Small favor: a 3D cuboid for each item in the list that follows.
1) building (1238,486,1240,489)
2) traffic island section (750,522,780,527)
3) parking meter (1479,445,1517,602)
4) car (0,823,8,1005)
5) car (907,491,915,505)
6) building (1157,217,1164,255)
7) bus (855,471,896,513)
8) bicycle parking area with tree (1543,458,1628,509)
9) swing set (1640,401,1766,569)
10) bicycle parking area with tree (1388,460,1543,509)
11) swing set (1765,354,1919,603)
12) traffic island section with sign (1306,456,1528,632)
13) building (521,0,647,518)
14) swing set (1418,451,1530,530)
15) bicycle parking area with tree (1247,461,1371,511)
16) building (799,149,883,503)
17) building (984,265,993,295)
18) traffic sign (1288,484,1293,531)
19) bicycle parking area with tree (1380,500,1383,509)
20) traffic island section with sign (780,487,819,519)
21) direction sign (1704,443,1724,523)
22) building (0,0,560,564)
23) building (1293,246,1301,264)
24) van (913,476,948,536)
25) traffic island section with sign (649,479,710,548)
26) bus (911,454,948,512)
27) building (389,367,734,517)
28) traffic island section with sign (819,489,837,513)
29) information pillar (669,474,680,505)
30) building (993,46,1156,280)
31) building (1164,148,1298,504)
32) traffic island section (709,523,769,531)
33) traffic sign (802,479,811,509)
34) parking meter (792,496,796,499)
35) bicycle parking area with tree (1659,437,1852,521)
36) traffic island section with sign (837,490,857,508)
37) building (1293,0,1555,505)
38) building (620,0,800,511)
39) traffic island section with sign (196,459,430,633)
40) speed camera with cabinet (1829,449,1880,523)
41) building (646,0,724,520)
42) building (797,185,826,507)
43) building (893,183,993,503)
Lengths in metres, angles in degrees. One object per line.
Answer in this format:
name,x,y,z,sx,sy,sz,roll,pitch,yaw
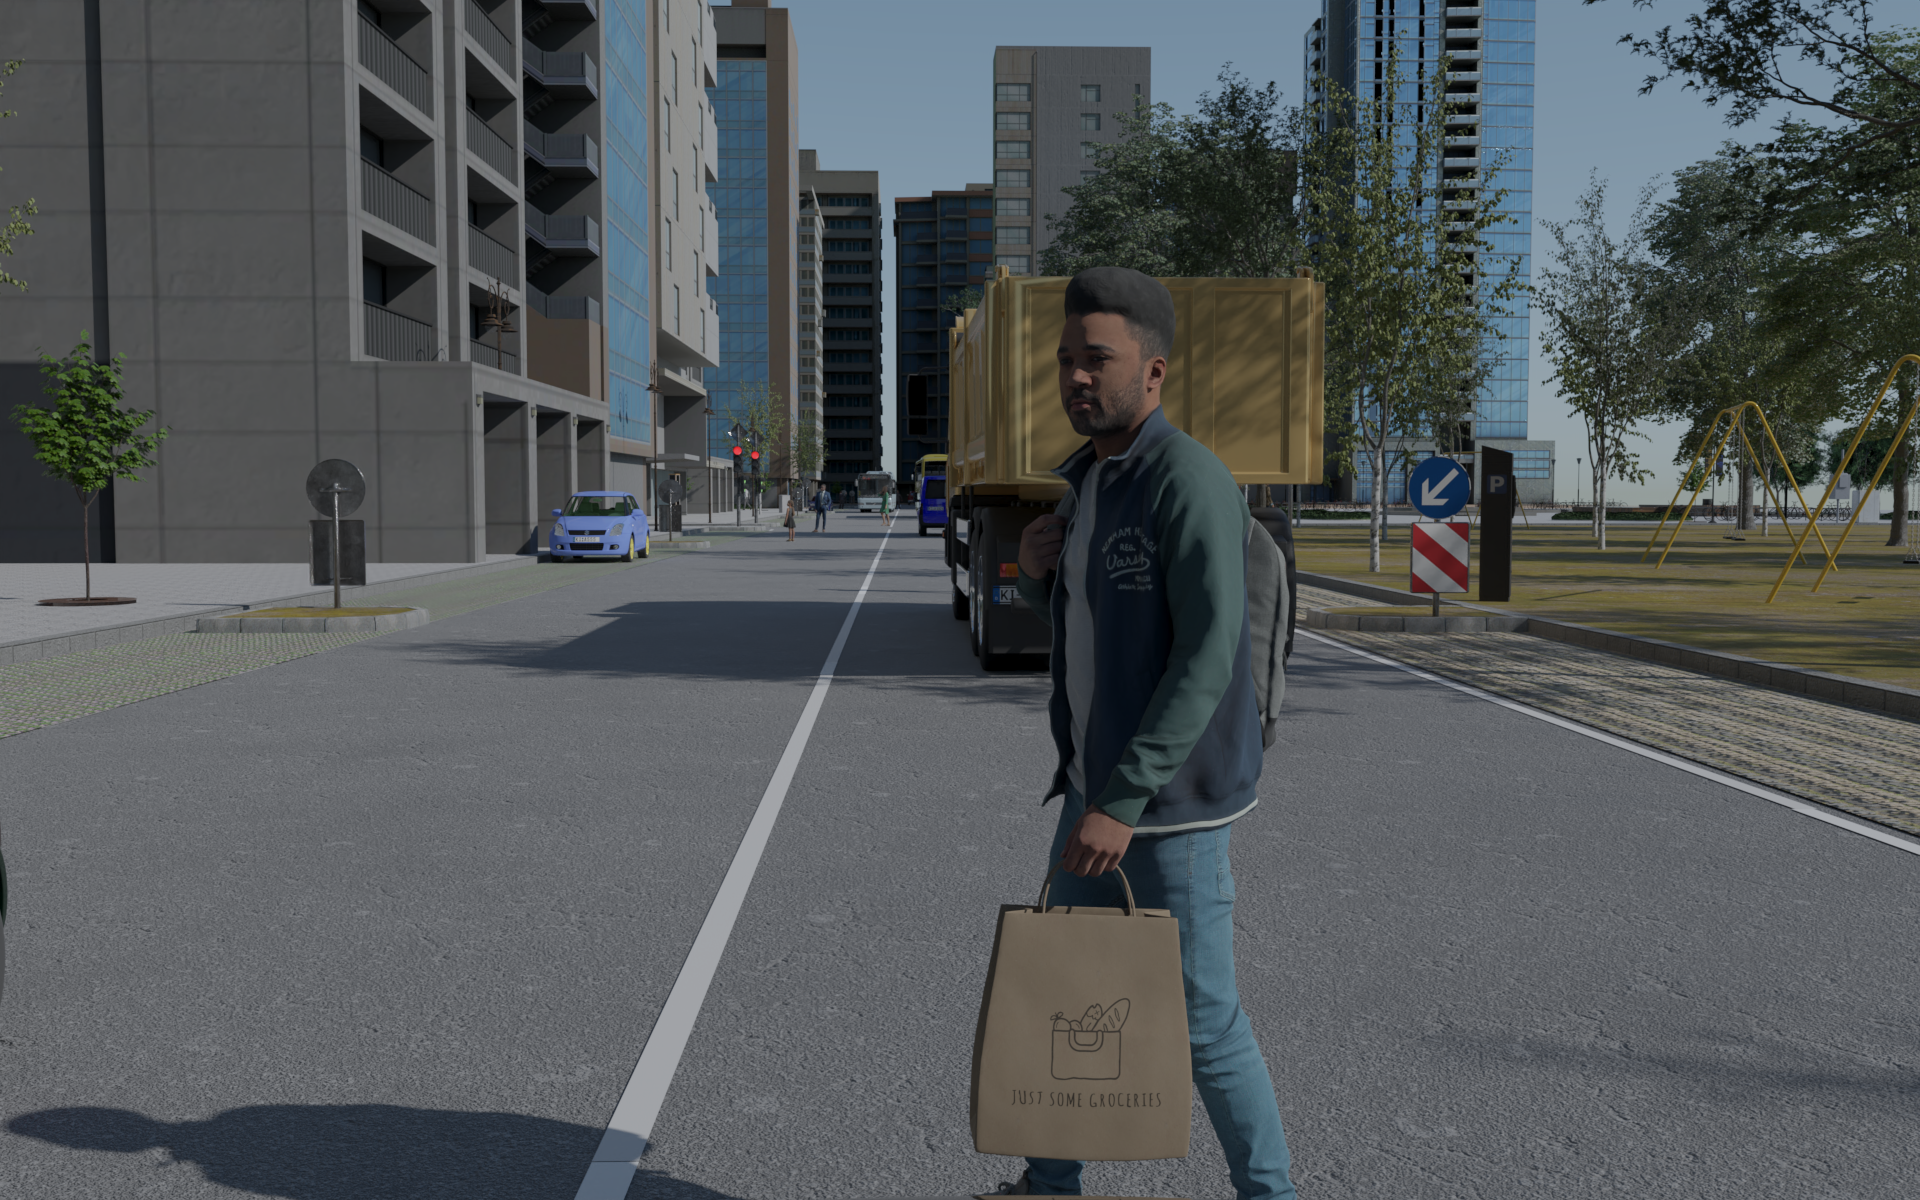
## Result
building,15.904,-21.619,198.515,27.650,21.520,28.899,0,4,-2
traffic island section,-9.000,-3.304,76.308,2.009,0.180,2.903,0,4,-2
parking meter,6.425,-0.916,20.684,0.399,1.863,0.255,1,4,21
car,-3.149,0.444,2.527,2.009,1.686,4.222,0,4,-1
car,-5.746,-13.216,224.746,2.281,1.827,5.304,0,4,-2
building,25.611,-34.266,243.840,14.086,41.232,14.154,0,4,-2
bus,-6.482,-8.629,135.946,2.948,3.499,13.247,0,4,-1
bicycle parking area with tree,48.999,-9.394,140.599,9.016,4.147,8.231,1,4,10
swing set,13.766,-2.029,30.788,2.862,2.851,3.119,1,4,17
bicycle parking area with tree,39.783,-9.148,136.573,8.231,4.147,9.016,3,5,44
swing set,11.543,-1.413,20.720,2.862,2.851,3.119,3,4,36
traffic island section with sign,4.853,-0.621,18.784,1.989,1.847,2.006,0,4,-2
building,-18.816,-25.071,60.022,14.200,45.320,14.600,0,4,-2
swing set,18.951,-4.041,63.685,2.862,2.851,3.119,-2,4,-28
bicycle parking area with tree,26.610,-9.043,134.854,9.016,4.147,8.231,0,4,0
building,-21.879,-38.064,246.042,21.600,48.544,21.300,0,4,-2
building,9.923,-27.390,219.527,14.160,30.474,14.107,0,4,-2
traffic sign,6.125,-1.957,32.099,0.768,2.556,0.104,0,4,6
bicycle parking area with tree,37.042,-9.885,148.619,9.016,4.147,8.231,-2,4,-35
traffic island section with sign,-9.466,-5.678,101.455,1.989,1.847,2.006,0,4,-2
direction sign,33.346,-5.178,76.653,0.876,3.537,0.379,-1,4,-9
building,-19.505,-36.799,39.908,20.563,71.187,20.611,0,4,-2
building,44.356,-34.351,253.515,23.993,40.220,32.217,0,4,-2
van,-0.505,-3.426,60.391,2.240,2.365,5.245,0,4,-2
traffic island section with sign,-7.730,-2.301,46.250,1.989,1.847,2.006,0,4,-2
bus,-1.341,-7.036,106.583,2.896,3.916,12.252,0,4,-4
building,-26.641,-41.698,120.013,20.563,71.187,20.611,0,4,-2
traffic island section with sign,-10.317,-7.328,128.436,1.989,1.847,2.006,0,4,-2
information pillar,-10.463,-3.608,63.477,0.304,2.012,0.304,1,4,20
building,9.993,-29.267,162.108,14.154,41.232,14.086,0,4,-2
building,34.013,-34.871,220.259,14.200,45.320,14.600,0,4,-2
traffic island section,-8.749,-2.816,68.327,2.009,0.180,2.903,0,4,-2
traffic sign,-12.833,-8.859,144.946,0.768,2.556,0.104,0,4,1
parking meter,-12.589,-7.548,131.818,0.372,1.533,0.369,0,3,0
bicycle parking area with tree,39.596,-6.024,85.494,9.016,4.147,8.231,1,4,17
traffic island section with sign,-11.878,-10.361,178.027,1.989,1.847,2.006,0,4,-2
building,57.098,-55.214,215.418,31.000,86.520,22.319,0,4,-2
building,-22.011,-31.065,158.023,14.600,45.320,14.200,0,4,-2
traffic island section with sign,-6.863,-0.615,18.685,1.989,1.847,2.006,0,4,-2
speed camera with cabinet,39.746,-5.053,76.958,2.038,3.252,0.660,0,4,-3
building,-27.065,-30.539,88.554,28.713,52.752,27.495,0,4,-2
building,-28.493,-31.639,209.179,23.993,40.220,32.217,0,4,-2
building,3.351,-36.211,246.680,28.867,44.769,22.147,0,4,-2
